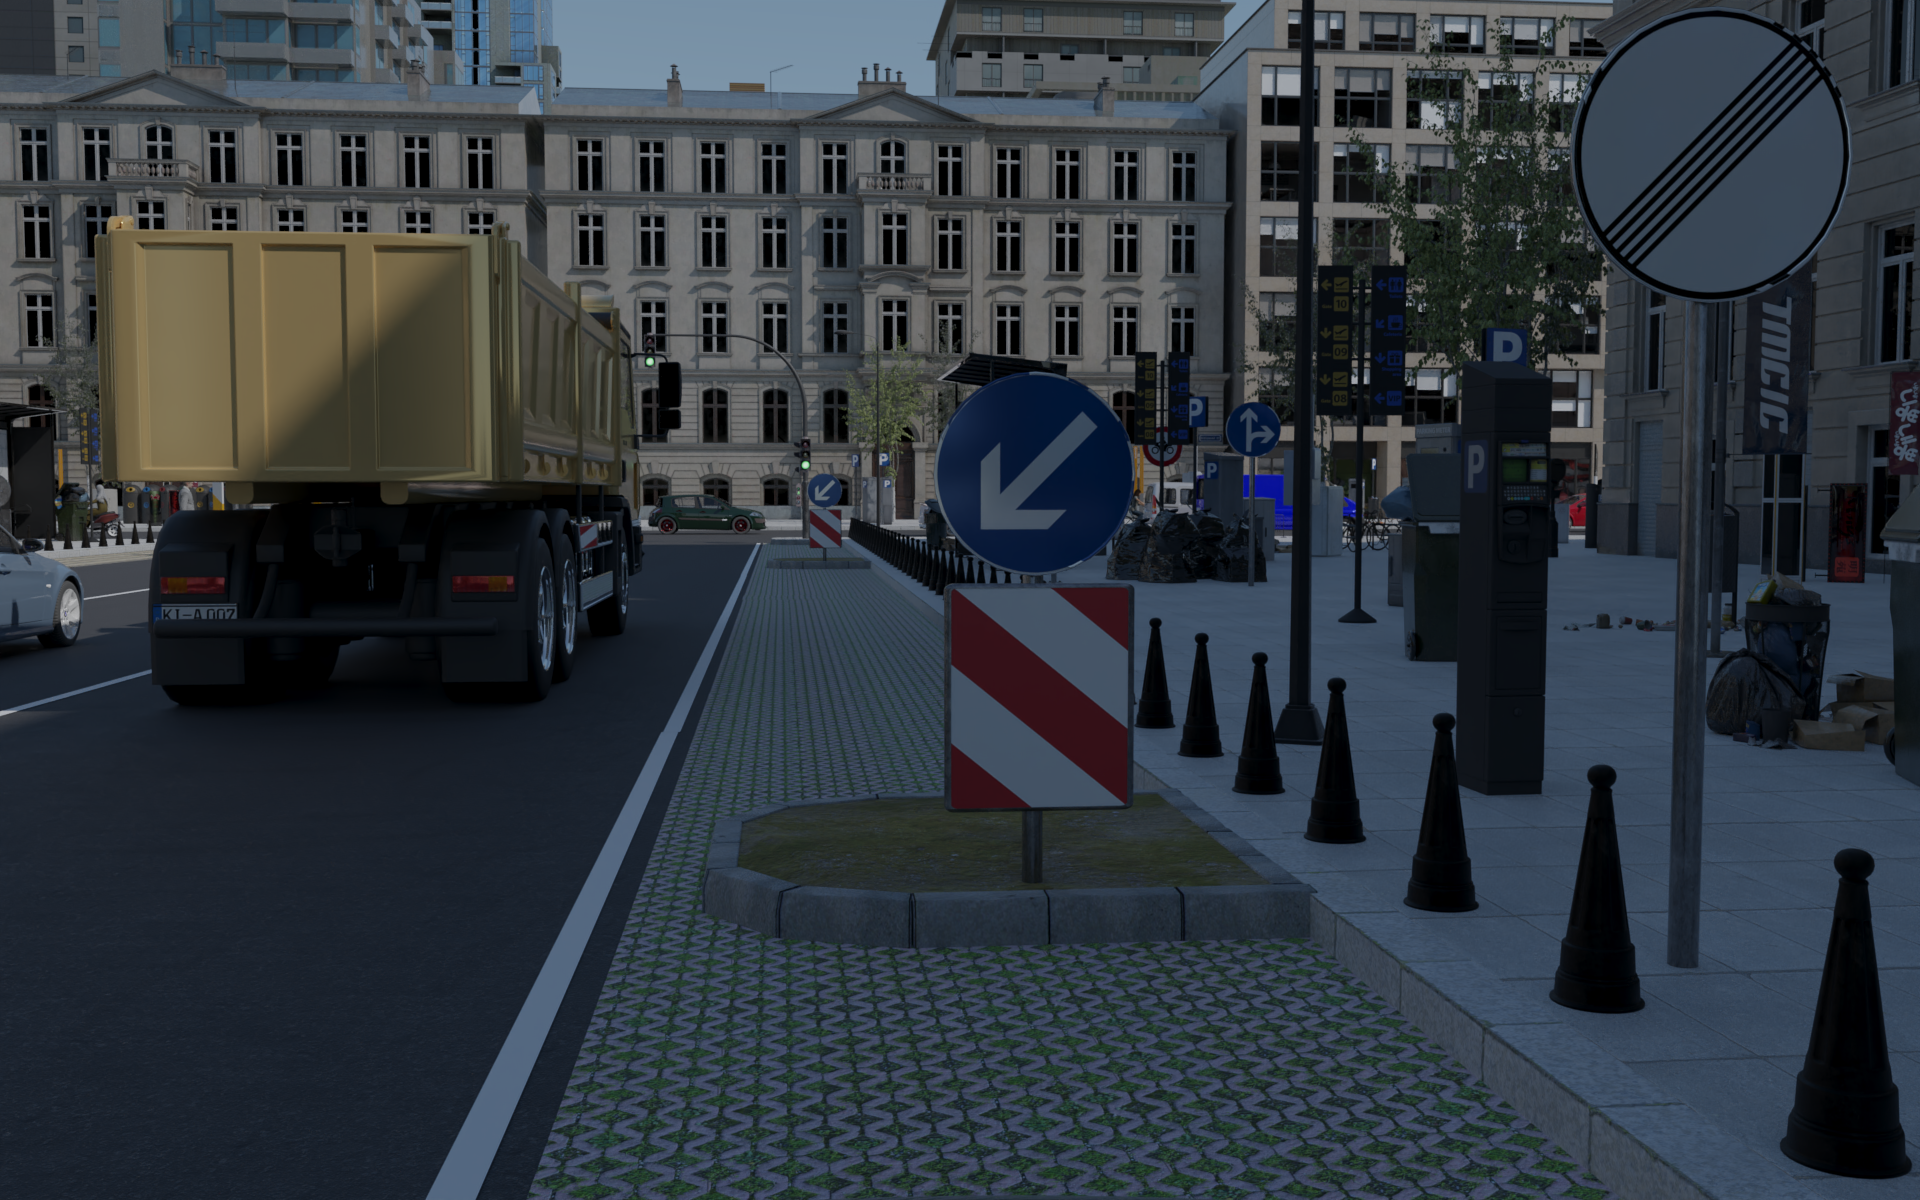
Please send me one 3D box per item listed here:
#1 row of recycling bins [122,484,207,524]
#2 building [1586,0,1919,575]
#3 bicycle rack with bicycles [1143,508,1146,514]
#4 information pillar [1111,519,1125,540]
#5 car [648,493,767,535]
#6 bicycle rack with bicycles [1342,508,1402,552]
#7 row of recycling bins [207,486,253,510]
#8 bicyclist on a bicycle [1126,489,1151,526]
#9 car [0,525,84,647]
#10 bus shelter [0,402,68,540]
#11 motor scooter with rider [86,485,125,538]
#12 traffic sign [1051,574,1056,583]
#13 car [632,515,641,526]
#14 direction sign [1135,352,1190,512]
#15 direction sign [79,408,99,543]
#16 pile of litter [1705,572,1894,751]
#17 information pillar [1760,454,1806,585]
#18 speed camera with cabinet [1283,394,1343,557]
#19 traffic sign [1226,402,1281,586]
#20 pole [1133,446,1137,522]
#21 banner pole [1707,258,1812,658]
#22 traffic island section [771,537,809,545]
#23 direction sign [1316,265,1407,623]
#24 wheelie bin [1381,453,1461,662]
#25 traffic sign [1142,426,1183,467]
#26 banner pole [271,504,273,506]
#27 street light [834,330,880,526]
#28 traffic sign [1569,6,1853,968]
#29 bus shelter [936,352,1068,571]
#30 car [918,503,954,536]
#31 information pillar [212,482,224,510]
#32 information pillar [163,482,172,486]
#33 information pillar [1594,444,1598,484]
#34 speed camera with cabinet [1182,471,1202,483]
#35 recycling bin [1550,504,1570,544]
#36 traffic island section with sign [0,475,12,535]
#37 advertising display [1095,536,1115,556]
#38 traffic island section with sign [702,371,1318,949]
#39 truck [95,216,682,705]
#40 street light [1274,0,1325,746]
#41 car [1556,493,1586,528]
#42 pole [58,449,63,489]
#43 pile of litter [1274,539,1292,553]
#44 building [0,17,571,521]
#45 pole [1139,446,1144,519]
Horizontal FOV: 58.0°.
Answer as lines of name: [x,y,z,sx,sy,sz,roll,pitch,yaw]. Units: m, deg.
row of recycling bins: [-34.334,-4.110,74.318,3.534,1.692,1.069,1,4,15]
building: [20.612,-13.938,25.155,12.463,27.353,25.104,0,4,-6]
bicycle rack with bicycles: [9.469,-3.962,78.167,2.925,0.926,2.852,1,4,10]
information pillar: [4.404,-2.679,48.295,0.304,2.012,0.304,-1,4,-15]
car: [-9.038,-3.194,62.003,4.222,1.686,2.009,0,4,-4]
bicycle rack with bicycles: [9.096,-1.556,38.829,2.852,0.926,2.925,-1,4,-22]
row of recycling bins: [-33.034,-4.318,77.713,3.534,1.692,1.069,2,4,31]
bicyclist on a bicycle: [6.604,-3.296,63.905,1.625,1.676,1.499,0,4,-6]
car: [-9.015,-0.163,14.670,2.014,1.417,4.499,0,4,-8]
bus shelter: [-25.335,-3.291,45.085,1.731,3.624,6.357,0,4,-6]
motor scooter with rider: [-28.523,-2.936,56.974,1.986,1.779,0.876,0,4,-7]
traffic sign: [1.101,-1.118,20.409,0.606,2.300,0.079,0,3,0]
car: [-13.638,-3.038,61.680,4.499,1.417,2.014,0,4,-5]
direction sign: [3.220,-2.180,27.633,0.876,3.537,0.379,0,4,-3]
direction sign: [-23.067,-3.299,45.932,0.379,3.537,0.876,0,4,1]
pile of litter: [4.708,0.285,9.305,1.719,0.858,1.176,-2,4,-29]
information pillar: [8.376,-0.804,17.640,0.304,2.012,0.304,0,4,0]
speed camera with cabinet: [7.185,-2.498,35.179,0.660,3.252,2.038,2,4,31]
traffic sign: [4.050,-1.462,24.015,0.768,2.556,0.104,0,4,-2]
pole: [7.478,-4.900,73.962,0.158,3.312,0.155,0,3,0]
banner pole: [6.169,-1.435,13.476,0.863,3.779,0.401,3,4,39]
traffic island section: [-4.418,-1.681,49.762,2.009,0.180,2.903,0,4,-6]
direction sign: [3.980,-1.544,17.240,0.876,3.537,0.379,0,3,0]
wheelie bin: [3.752,-0.339,13.456,0.980,1.594,0.693,0,4,3]
traffic sign: [3.786,-1.980,32.486,0.768,2.556,0.104,0,4,-3]
banner pole: [-30.340,-5.264,76.084,0.401,3.779,0.863,-3,5,-43]
street light: [-2.873,-4.695,49.300,1.470,5.913,1.316,0,4,-6]
traffic sign: [1.971,-0.278,4.645,0.768,2.556,0.104,0,4,-4]
bus shelter: [0.702,-2.487,31.948,1.731,3.624,6.357,0,4,-6]
car: [0.971,-2.905,59.866,4.827,1.381,2.083,0,4,-7]
information pillar: [-29.262,-4.707,68.311,0.504,3.616,0.183,1,4,21]
information pillar: [-35.653,-4.493,77.954,0.304,2.012,0.304,-1,4,-12]
information pillar: [29.672,-5.475,80.873,0.183,3.616,0.504,2,4,30]
speed camera with cabinet: [10.017,-4.746,71.939,0.660,3.252,2.038,3,5,41]
recycling bin: [15.569,-2.005,45.340,0.722,1.027,0.722,1,4,21]
traffic island section with sign: [-18.147,-1.436,32.105,1.989,1.847,2.006,0,4,-6]
advertising display: [2.890,-1.885,36.029,0.974,1.923,0.123,-3,5,-40]
traffic island section with sign: [0.064,0.137,6.393,1.989,1.847,2.006,0,4,-6]
truck: [-4.464,-1.196,15.486,3.469,3.379,9.791,0,4,-5]
street light: [1.224,-2.216,8.767,1.470,5.913,1.316,0,4,-6]
car: [23.725,-3.464,65.675,4.494,1.783,2.155,0,4,-7]
pole: [-40.925,-5.199,78.844,0.158,3.312,0.155,0,3,0]
pile of litter: [6.869,-1.491,38.345,1.176,0.858,1.719,1,4,16]
building: [-38.418,-16.425,87.629,34.723,24.649,14.460,0,4,-6]
pole: [7.706,-4.872,73.502,0.158,3.312,0.155,0,3,0]
